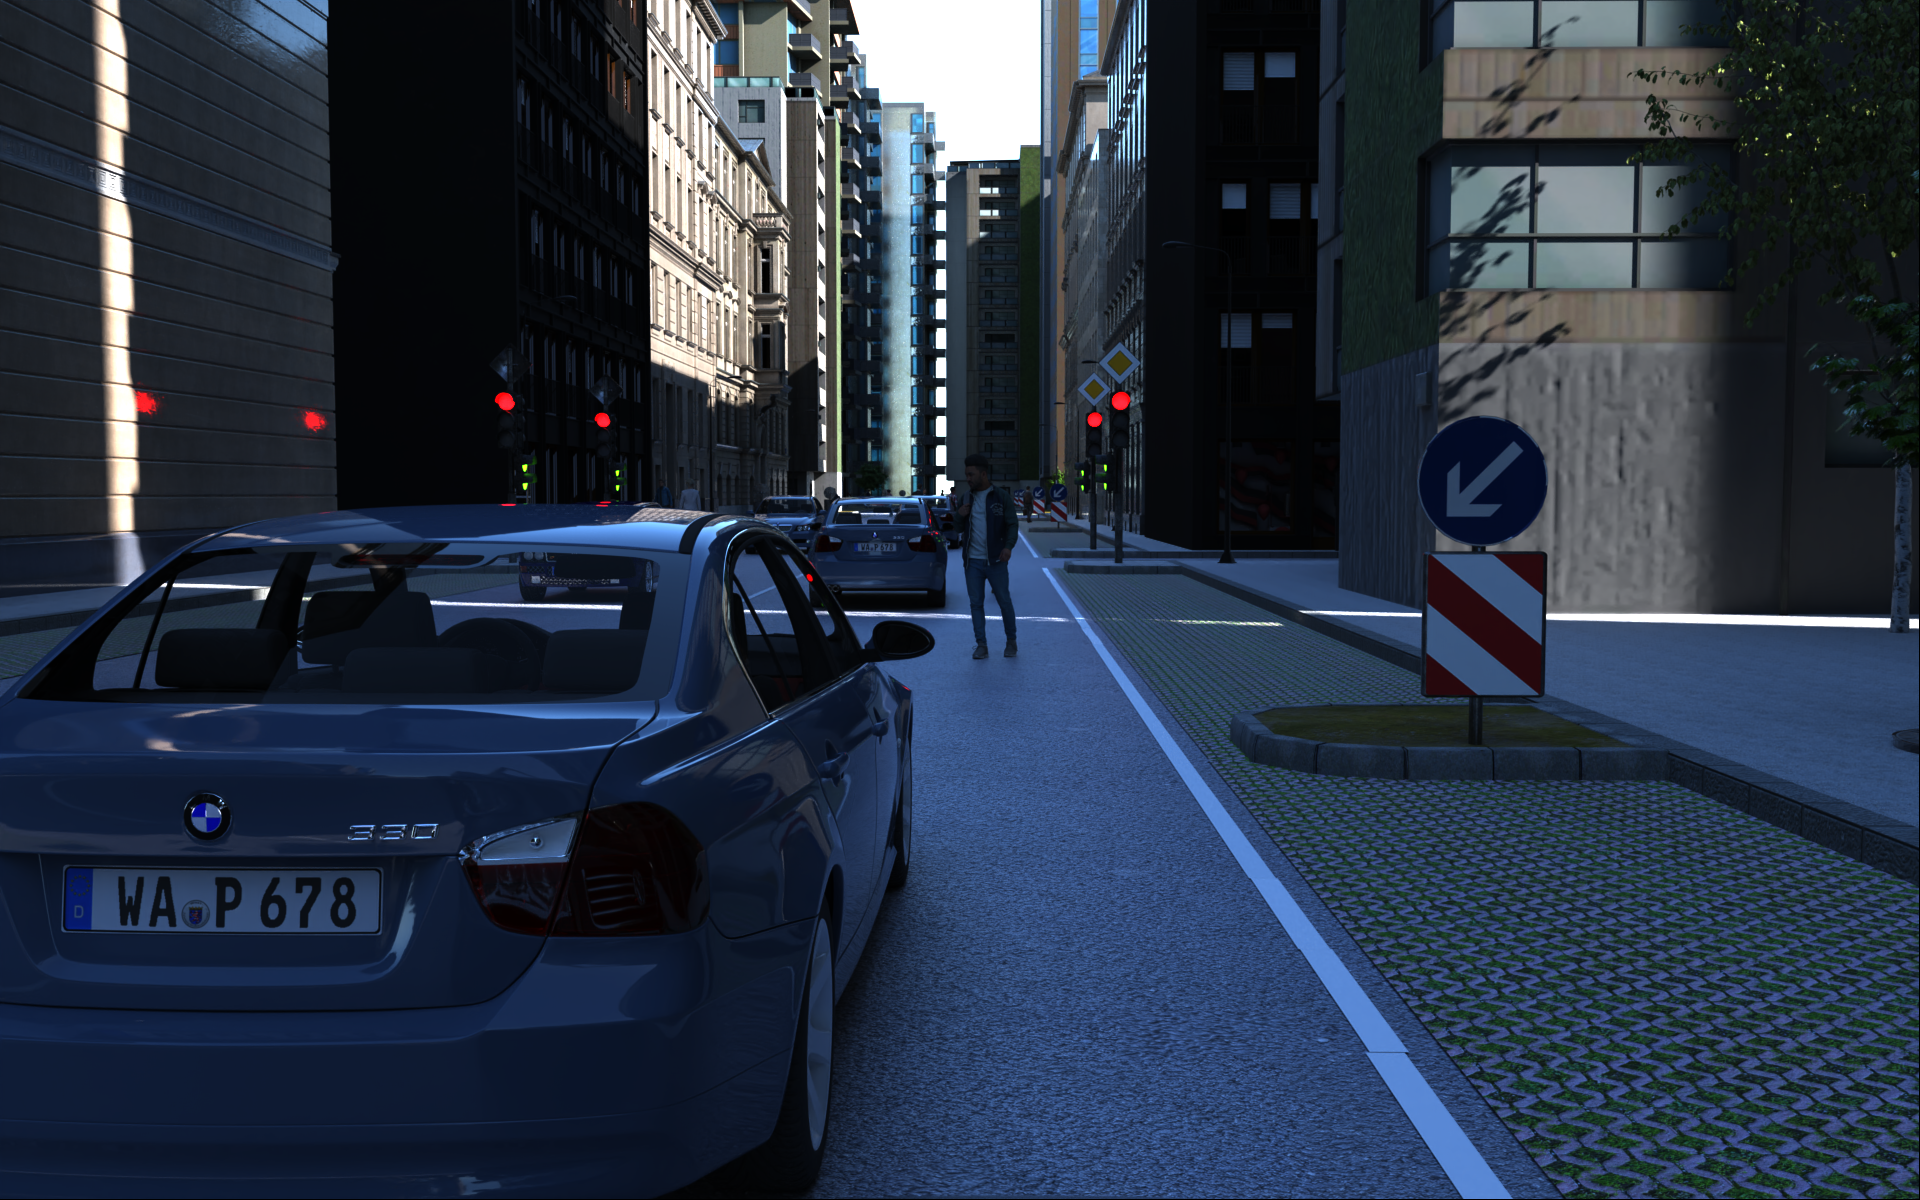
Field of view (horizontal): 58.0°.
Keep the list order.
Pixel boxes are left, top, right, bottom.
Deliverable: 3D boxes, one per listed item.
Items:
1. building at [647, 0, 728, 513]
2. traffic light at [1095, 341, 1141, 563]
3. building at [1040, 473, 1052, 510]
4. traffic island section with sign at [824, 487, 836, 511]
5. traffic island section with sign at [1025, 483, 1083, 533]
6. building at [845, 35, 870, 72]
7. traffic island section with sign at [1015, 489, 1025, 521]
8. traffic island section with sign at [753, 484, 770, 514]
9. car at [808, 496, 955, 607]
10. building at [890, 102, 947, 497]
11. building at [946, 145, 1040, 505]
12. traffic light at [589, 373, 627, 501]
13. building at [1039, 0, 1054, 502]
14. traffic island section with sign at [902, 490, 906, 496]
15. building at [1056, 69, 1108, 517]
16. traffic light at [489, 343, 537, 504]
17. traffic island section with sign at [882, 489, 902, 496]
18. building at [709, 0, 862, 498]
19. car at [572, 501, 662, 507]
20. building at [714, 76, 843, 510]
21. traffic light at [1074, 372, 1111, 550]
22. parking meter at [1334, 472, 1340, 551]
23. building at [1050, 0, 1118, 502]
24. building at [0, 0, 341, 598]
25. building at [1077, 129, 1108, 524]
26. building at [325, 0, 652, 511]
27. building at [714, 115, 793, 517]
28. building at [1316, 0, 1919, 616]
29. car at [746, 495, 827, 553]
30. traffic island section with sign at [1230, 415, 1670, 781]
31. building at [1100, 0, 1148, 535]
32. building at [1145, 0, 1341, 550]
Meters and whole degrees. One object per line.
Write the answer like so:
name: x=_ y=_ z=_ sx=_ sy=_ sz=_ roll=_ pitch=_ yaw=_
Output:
building: x=-17.104 y=-16.556 z=67.958 sx=12.463 sy=27.353 sz=25.104 roll=0 pitch=4 yaw=1
traffic light: x=2.926 y=-2.638 z=32.045 sx=0.839 sy=4.253 sz=0.868 roll=0 pitch=4 yaw=1
building: x=23.173 y=-27.945 z=148.780 sx=32.217 sy=40.220 sz=23.993 roll=0 pitch=4 yaw=1
traffic island section with sign: x=-6.949 y=-5.160 z=92.986 sx=1.989 sy=1.847 sz=2.006 roll=0 pitch=4 yaw=1
traffic island section with sign: x=3.571 y=-3.451 z=65.044 sx=1.989 sy=1.847 sz=2.006 roll=0 pitch=4 yaw=1
building: x=-23.539 y=-34.252 z=179.627 sx=30.456 sy=49.044 sz=23.786 roll=0 pitch=4 yaw=1
traffic island section with sign: x=4.056 y=-5.099 z=91.995 sx=1.989 sy=1.847 sz=2.006 roll=0 pitch=4 yaw=1
traffic island section with sign: x=-7.451 y=-3.451 z=65.059 sx=1.989 sy=1.847 sz=2.006 roll=0 pitch=4 yaw=1
car: x=-1.050 y=-0.687 z=23.234 sx=2.014 sy=1.417 sz=4.499 roll=0 pitch=4 yaw=0
building: x=-16.864 y=-36.166 z=210.921 sx=30.456 sy=49.044 sz=23.786 roll=0 pitch=4 yaw=1
building: x=5.312 y=-31.934 z=205.710 sx=14.086 sy=41.232 sz=14.154 roll=0 pitch=4 yaw=1
traffic light: x=-8.189 y=-3.137 z=40.216 sx=0.839 sy=4.253 sz=0.868 roll=0 pitch=4 yaw=1
building: x=18.595 y=-38.732 z=175.271 sx=21.231 sy=58.520 sz=28.212 roll=0 pitch=4 yaw=1
traffic island section with sign: x=-5.568 y=-9.840 z=169.511 sx=1.989 sy=1.847 sz=2.006 roll=0 pitch=4 yaw=1
building: x=12.284 y=-18.602 z=101.407 sx=12.463 sy=27.353 sz=25.104 roll=0 pitch=4 yaw=1
traffic light: x=-8.333 y=-2.649 z=32.232 sx=0.839 sy=4.253 sz=0.868 roll=0 pitch=4 yaw=1
traffic island section with sign: x=-6.048 y=-8.192 z=142.560 sx=1.989 sy=1.847 sz=2.006 roll=0 pitch=4 yaw=1
building: x=-19.864 y=-29.996 z=145.062 sx=22.147 sy=44.769 sz=28.867 roll=0 pitch=4 yaw=1
car: x=-5.012 y=-0.730 z=24.519 sx=1.945 sy=1.354 sz=3.894 roll=0 pitch=4 yaw=1
building: x=-16.007 y=-21.520 z=123.547 sx=14.160 sy=30.474 sz=14.107 roll=0 pitch=4 yaw=1
traffic light: x=3.071 y=-3.126 z=40.029 sx=0.839 sy=4.253 sz=0.868 roll=0 pitch=4 yaw=1
parking meter: x=8.622 y=-2.037 z=39.020 sx=0.399 sy=1.863 sz=0.255 roll=1 pitch=4 yaw=8
building: x=13.928 y=-29.332 z=129.686 sx=14.600 sy=45.320 sz=14.200 roll=0 pitch=4 yaw=1
building: x=-21.448 y=-14.671 z=25.769 sx=20.117 sy=28.700 sz=13.634 roll=0 pitch=4 yaw=1
building: x=11.106 y=-13.819 z=80.696 sx=10.420 sy=20.320 sz=16.860 roll=0 pitch=4 yaw=1
building: x=-16.244 y=-13.330 z=47.624 sx=12.332 sy=23.373 sz=15.834 roll=0 pitch=4 yaw=1
building: x=-16.924 y=-17.053 z=97.898 sx=14.460 sy=24.649 sz=34.723 roll=0 pitch=4 yaw=1
building: x=12.222 y=-20.820 z=24.000 sx=14.154 sy=41.232 sz=14.086 roll=0 pitch=4 yaw=1
car: x=-4.245 y=-1.898 z=43.028 sx=2.014 sy=1.417 sz=4.499 roll=0 pitch=4 yaw=1
traffic island section with sign: x=2.555 y=-0.057 z=9.558 sx=1.989 sy=1.847 sz=2.006 roll=0 pitch=4 yaw=1
building: x=10.460 y=-13.036 z=62.292 sx=9.793 sy=20.994 sz=18.267 roll=0 pitch=4 yaw=1
building: x=13.305 y=-13.153 z=44.730 sx=15.834 sy=23.373 sz=12.332 roll=0 pitch=4 yaw=1
